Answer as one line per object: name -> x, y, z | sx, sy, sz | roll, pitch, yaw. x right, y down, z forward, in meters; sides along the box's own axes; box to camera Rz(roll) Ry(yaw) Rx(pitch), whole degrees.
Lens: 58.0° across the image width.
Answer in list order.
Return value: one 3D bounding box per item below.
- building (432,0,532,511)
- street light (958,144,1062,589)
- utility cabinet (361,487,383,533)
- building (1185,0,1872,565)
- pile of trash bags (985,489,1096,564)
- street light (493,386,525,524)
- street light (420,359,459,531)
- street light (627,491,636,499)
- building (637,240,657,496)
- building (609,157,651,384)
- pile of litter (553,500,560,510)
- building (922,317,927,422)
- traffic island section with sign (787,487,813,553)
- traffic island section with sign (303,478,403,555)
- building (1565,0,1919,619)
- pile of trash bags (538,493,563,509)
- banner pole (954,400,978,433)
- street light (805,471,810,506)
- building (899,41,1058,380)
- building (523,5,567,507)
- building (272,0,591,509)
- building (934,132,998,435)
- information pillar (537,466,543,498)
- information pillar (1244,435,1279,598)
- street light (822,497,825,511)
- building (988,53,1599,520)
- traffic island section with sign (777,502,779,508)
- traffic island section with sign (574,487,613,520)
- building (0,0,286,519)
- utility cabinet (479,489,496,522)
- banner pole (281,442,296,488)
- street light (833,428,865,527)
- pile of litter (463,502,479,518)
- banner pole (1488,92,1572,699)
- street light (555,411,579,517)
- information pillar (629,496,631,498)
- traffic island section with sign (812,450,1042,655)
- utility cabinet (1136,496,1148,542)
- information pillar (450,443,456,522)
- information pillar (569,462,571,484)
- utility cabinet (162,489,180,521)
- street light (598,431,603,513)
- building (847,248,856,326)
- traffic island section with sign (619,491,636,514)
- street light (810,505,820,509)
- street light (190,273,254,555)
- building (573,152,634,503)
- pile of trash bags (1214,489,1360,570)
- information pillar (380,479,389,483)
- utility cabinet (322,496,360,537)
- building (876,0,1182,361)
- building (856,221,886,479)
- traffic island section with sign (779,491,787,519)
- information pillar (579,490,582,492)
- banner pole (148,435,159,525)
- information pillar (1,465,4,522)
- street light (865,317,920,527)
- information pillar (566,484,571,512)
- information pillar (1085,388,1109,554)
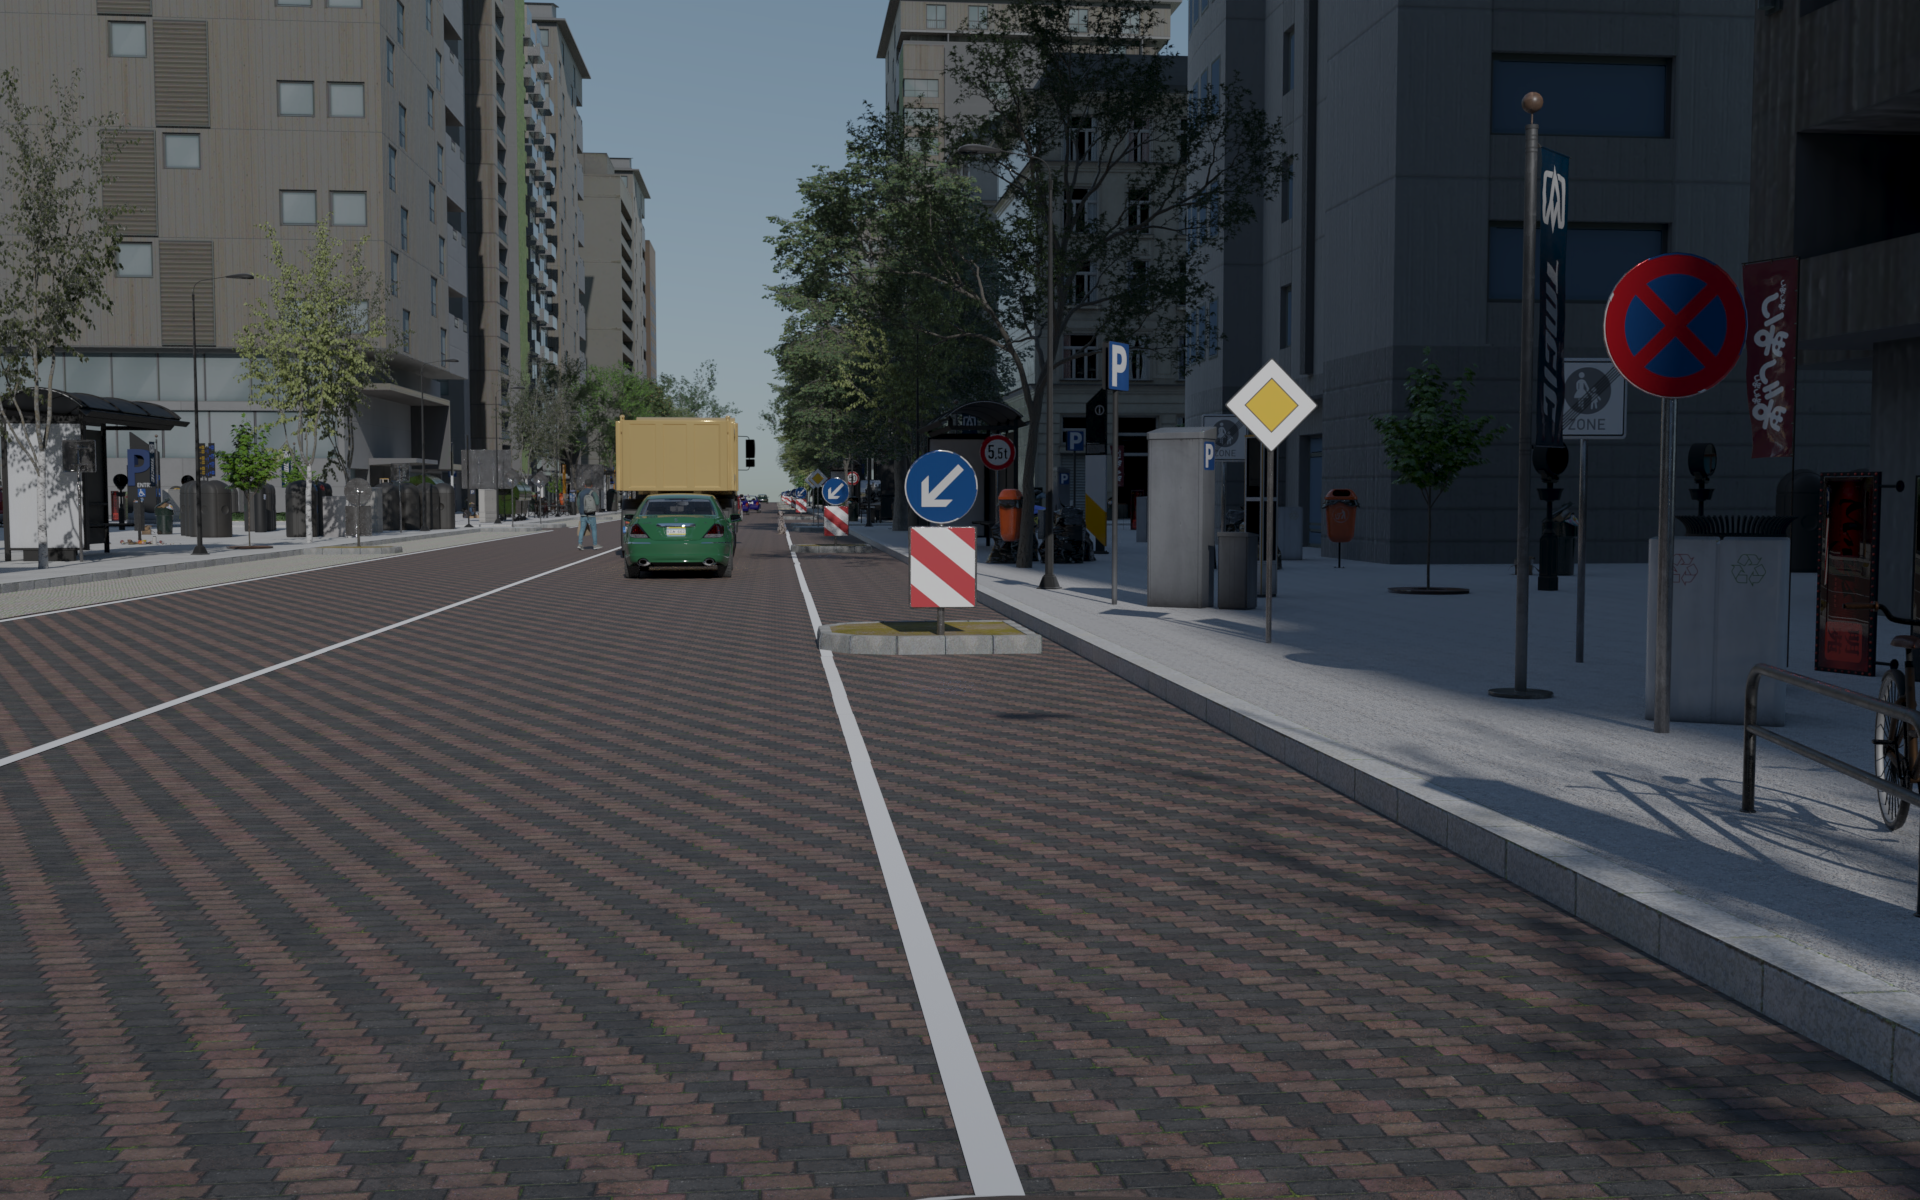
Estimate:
building -> -41.020, -27.419, 131.895 | 14.154, 41.232, 14.086 | 0, 4, -6
street light -> 0.669, -3.100, 23.225 | 1.470, 5.913, 1.316 | 0, 4, -6
utility cabinet -> -19.575, -2.950, 56.915 | 1.173, 1.500, 0.318 | 1, 4, 16
building -> 16.763, -30.749, 44.753 | 21.231, 58.520, 28.212 | 0, 4, -6
pile of trash bags -> 1.354, -1.364, 32.058 | 1.912, 1.369, 3.447 | 1, 4, 17
street light -> -19.439, -6.251, 74.745 | 1.470, 5.913, 1.316 | 0, 4, -6
street light -> -17.886, -5.319, 59.502 | 1.470, 5.913, 1.316 | 0, 4, -6
street light -> -26.688, -10.344, 141.662 | 1.470, 5.913, 1.316 | 0, 4, -6
building -> -59.016, -39.405, 294.382 | 14.600, 45.320, 14.200 | 0, 4, -6
building -> -63.774, -41.803, 272.720 | 28.713, 52.752, 27.495 | 0, 4, -6
pile of litter -> -32.227, -7.634, 138.781 | 1.719, 0.858, 1.176 | 1, 4, 16
building -> 2.072, -16.971, 142.107 | 10.561, 19.102, 19.286 | 0, 4, -6
traffic island section with sign -> -3.231, -2.115, 43.211 | 1.989, 1.847, 2.006 | 0, 4, -6
traffic island section with sign -> -14.549, -2.021, 41.679 | 1.989, 1.847, 2.006 | 0, 4, -6
building -> 15.270, -14.894, 15.225 | 14.160, 30.474, 14.107 | 0, 4, -6
pile of trash bags -> -31.353, -7.398, 130.717 | 3.447, 1.369, 1.912 | 0, 4, 2
banner pole -> 0.111, -3.429, 46.081 | 0.863, 3.779, 0.401 | -2, 4, -24
street light -> -10.584, -9.496, 127.803 | 1.470, 5.913, 1.316 | 0, 4, -6
building -> 1.270, -29.193, 160.899 | 14.154, 41.232, 14.086 | 0, 4, -6
building -> -50.078, -33.162, 161.803 | 23.786, 49.044, 30.456 | 0, 4, -6
building -> -56.112, -36.786, 190.682 | 28.713, 52.752, 27.495 | 0, 4, -6
building -> 5.492, -20.385, 120.682 | 14.401, 28.519, 23.554 | 0, 4, -6
information pillar -> -34.189, -9.158, 141.088 | 0.504, 3.616, 0.183 | -1, 4, -19
information pillar -> 3.745, -1.043, 21.541 | 0.304, 2.012, 0.304 | -3, 4, -38
street light -> -5.695, -6.736, 82.679 | 1.470, 5.913, 1.316 | 0, 4, -6
building -> 17.026, -15.895, 93.161 | 30.059, 22.955, 16.112 | 0, 4, -6
traffic island section with sign -> -12.028, -7.135, 125.289 | 1.989, 1.847, 2.006 | 0, 4, -6
traffic island section with sign -> -20.452, -5.387, 96.709 | 1.989, 1.847, 2.006 | 0, 4, -6
building -> -43.801, -31.130, 98.215 | 28.713, 52.752, 27.495 | 0, 4, -6
utility cabinet -> -21.112, -4.210, 77.510 | 0.318, 1.500, 1.173 | 1, 4, 11
banner pole -> -32.487, -5.748, 83.990 | 0.863, 3.779, 0.401 | -1, 4, -8
street light -> -4.115, -5.828, 67.836 | 1.470, 5.913, 1.316 | 0, 4, -6
pile of litter -> -25.756, -4.785, 92.200 | 1.176, 0.858, 1.719 | 3, 5, 41
banner pole -> 3.715, -1.288, 11.080 | 0.401, 3.779, 0.863 | 3, 5, 40
street light -> -22.027, -7.615, 97.038 | 1.470, 5.913, 1.316 | 0, 4, -6
information pillar -> -27.848, -9.499, 146.655 | 0.183, 3.616, 0.504 | -3, 5, -43
traffic island section with sign -> -0.352, -0.476, 16.410 | 1.989, 1.847, 2.006 | 0, 4, -6
utility cabinet -> 4.894, -2.160, 46.470 | 0.306, 1.237, 1.020 | 1, 4, 9
information pillar -> -23.082, -5.345, 78.751 | 0.183, 3.616, 0.504 | -1, 4, -12
information pillar -> -28.224, -8.250, 126.248 | 0.504, 3.616, 0.183 | -2, 4, -32
utility cabinet -> -36.355, -4.358, 79.931 | 0.318, 1.500, 1.173 | 0, 4, 5
street light -> -24.274, -8.980, 119.359 | 1.470, 5.913, 1.316 | 0, 4, -6
building -> -7.903, -41.352, 295.709 | 23.786, 49.044, 30.456 | 0, 4, -6
traffic island section with sign -> -23.378, -7.058, 124.019 | 1.989, 1.847, 2.006 | 0, 4, -6
street light -> -8.239, -8.132, 105.493 | 1.470, 5.913, 1.316 | 0, 4, -6
street light -> -15.545, -3.914, 36.527 | 1.470, 5.913, 1.316 | 0, 4, -6
building -> -58.315, -38.182, 247.984 | 21.300, 48.544, 21.600 | 0, 4, -6
pile of trash bags -> 5.164, -1.241, 30.042 | 3.447, 1.369, 1.912 | 1, 4, 10
information pillar -> -27.185, -4.731, 81.837 | 0.304, 2.012, 0.304 | -3, 5, -45
utility cabinet -> -18.547, -2.486, 51.810 | 1.020, 1.237, 0.306 | 1, 4, 20
building -> 6.410, -36.252, 181.966 | 28.713, 52.752, 27.495 | 0, 4, -6
building -> -8.465, -35.139, 258.120 | 14.154, 41.232, 14.086 | 0, 4, -6
traffic island section with sign -> -9.157, -5.496, 98.486 | 1.989, 1.847, 2.006 | 0, 4, -6
information pillar -> -32.592, -8.800, 148.371 | 0.304, 2.012, 0.304 | 3, 4, 37
banner pole -> -33.780, -5.054, 72.651 | 0.401, 3.779, 0.863 | 0, 4, 3
information pillar -> -23.724, -2.375, 43.327 | 0.304, 2.012, 0.304 | 3, 4, 38
street light -> -1.656, -4.465, 45.538 | 1.470, 5.913, 1.316 | 0, 4, -6
information pillar -> -27.970, -7.285, 123.599 | 0.304, 2.012, 0.304 | -2, 4, -33
information pillar -> 2.926, -2.792, 37.008 | 0.504, 3.616, 0.183 | 2, 4, 28
